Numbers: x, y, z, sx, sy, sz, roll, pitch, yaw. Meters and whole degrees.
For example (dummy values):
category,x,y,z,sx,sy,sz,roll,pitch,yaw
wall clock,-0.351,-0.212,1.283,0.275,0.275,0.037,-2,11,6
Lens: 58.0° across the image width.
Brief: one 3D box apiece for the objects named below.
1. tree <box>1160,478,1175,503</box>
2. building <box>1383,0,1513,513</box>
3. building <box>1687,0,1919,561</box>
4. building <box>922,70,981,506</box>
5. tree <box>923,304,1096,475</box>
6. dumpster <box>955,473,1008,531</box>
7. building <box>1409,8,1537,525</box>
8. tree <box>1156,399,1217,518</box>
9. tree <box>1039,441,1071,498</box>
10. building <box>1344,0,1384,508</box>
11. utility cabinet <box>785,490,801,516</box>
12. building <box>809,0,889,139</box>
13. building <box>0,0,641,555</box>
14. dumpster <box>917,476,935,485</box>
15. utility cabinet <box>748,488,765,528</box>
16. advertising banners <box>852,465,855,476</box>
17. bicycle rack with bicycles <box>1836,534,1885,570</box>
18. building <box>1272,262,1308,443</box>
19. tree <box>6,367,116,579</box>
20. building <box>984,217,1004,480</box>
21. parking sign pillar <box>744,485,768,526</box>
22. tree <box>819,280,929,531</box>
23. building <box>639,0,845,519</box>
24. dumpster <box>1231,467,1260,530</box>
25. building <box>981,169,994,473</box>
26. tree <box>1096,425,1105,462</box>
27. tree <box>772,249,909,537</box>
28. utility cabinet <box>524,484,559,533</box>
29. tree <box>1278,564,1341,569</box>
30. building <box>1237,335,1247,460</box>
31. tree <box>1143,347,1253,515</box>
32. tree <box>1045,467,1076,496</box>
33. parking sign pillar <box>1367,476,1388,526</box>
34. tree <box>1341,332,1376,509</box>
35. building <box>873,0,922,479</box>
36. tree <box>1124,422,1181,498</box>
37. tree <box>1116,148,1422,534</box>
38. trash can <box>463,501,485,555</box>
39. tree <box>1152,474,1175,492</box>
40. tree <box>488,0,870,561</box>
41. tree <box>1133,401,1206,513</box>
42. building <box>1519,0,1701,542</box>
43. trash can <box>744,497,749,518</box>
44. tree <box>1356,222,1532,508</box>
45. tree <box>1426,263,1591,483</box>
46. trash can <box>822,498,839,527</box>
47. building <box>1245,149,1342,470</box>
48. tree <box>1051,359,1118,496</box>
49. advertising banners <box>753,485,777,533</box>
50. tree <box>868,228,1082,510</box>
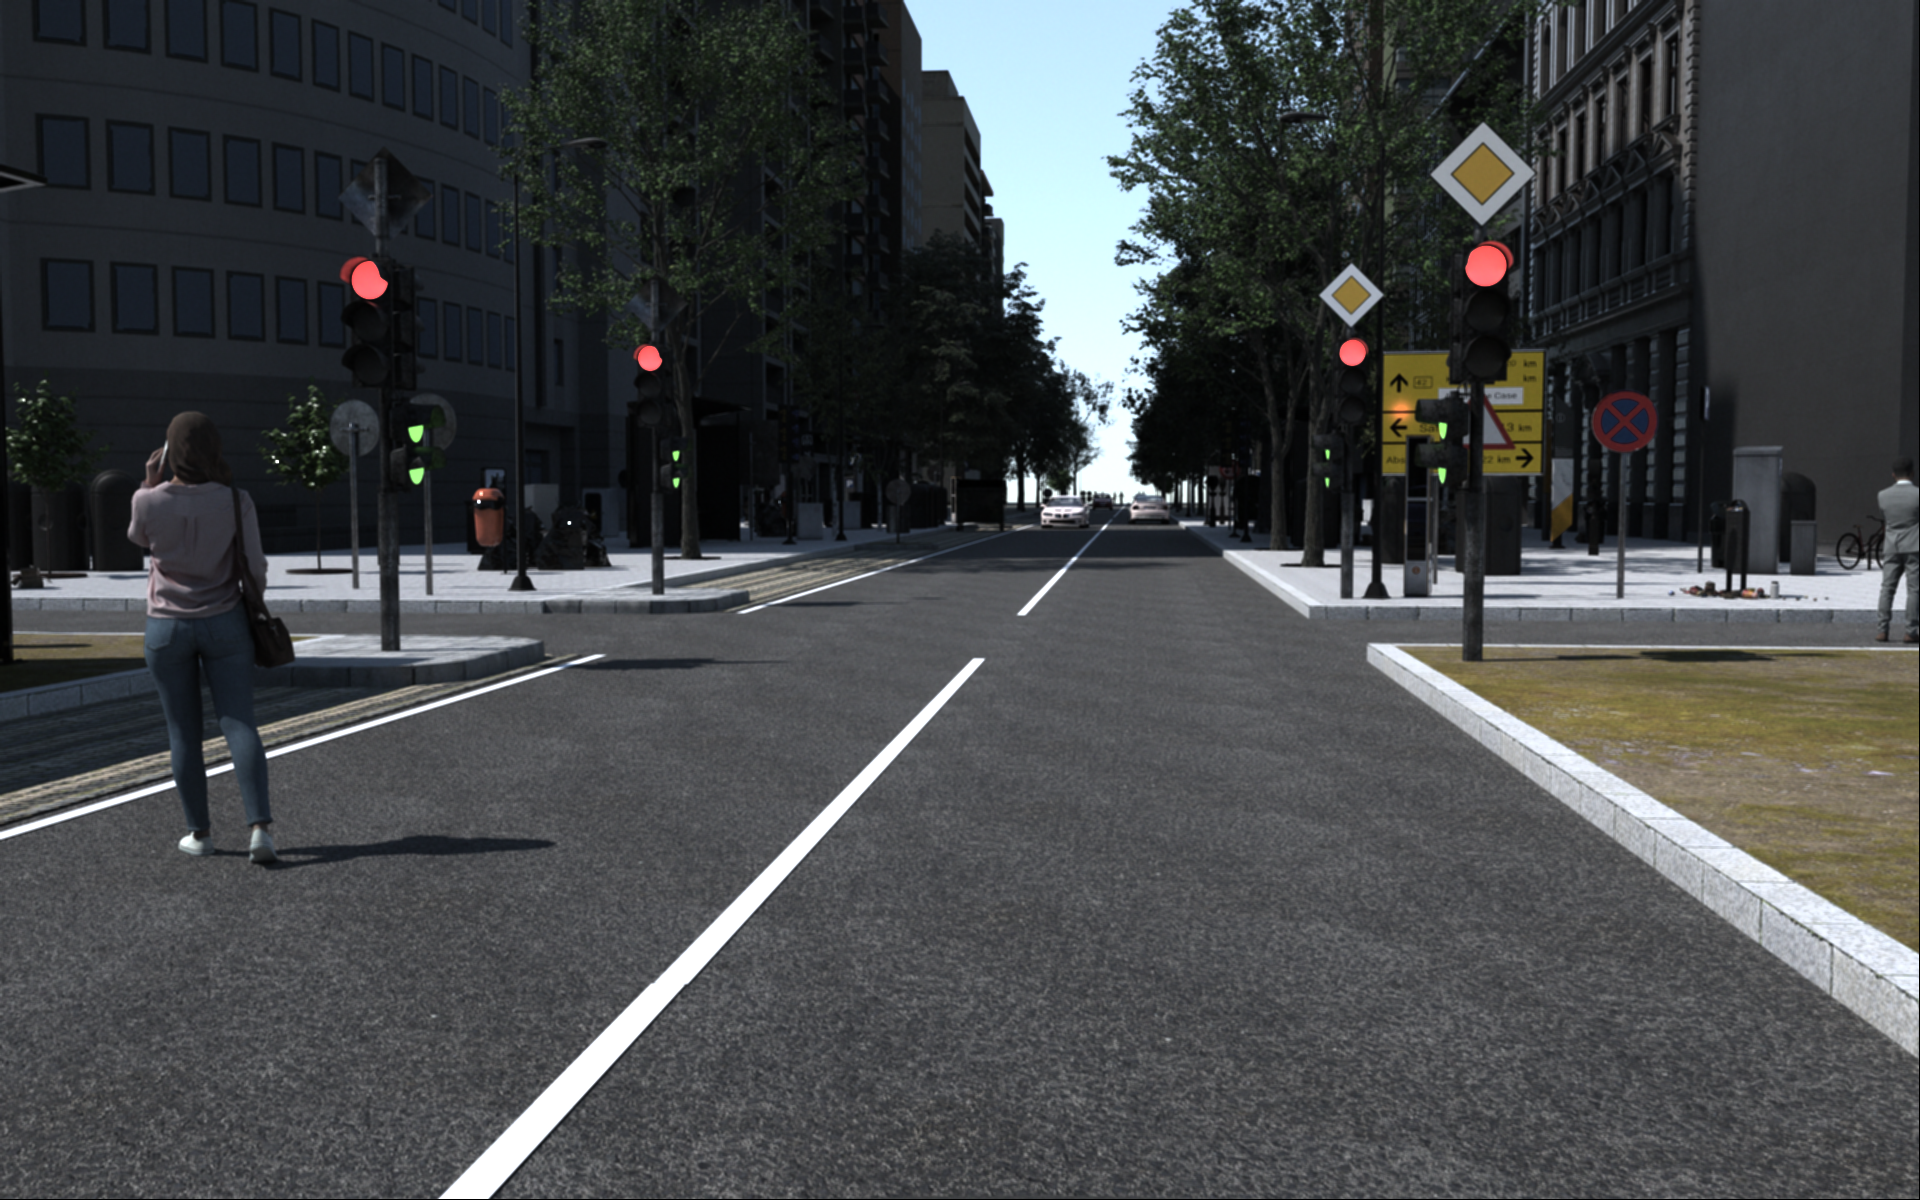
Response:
category,x,y,z,sx,sy,sz,roll,pitch,yaw
tree,29.214,-15.520,248.353,1.663,3.219,1.824,0,3,0
building,32.770,-25.841,106.090,14.154,41.232,14.086,0,4,6
building,30.078,-14.842,36.178,24.014,27.812,14.314,0,4,6
building,-9.116,-35.448,203.278,21.300,48.544,21.600,0,4,6
tree,2.110,-12.282,111.177,12.009,13.543,11.850,0,3,0
dumpster,0.815,-3.757,66.381,1.985,2.255,1.502,0,4,6
building,29.875,-15.907,79.140,14.314,24.678,30.058,0,4,6
tree,12.717,-8.723,92.981,4.360,8.622,3.978,0,3,0
tree,8.605,-13.546,171.844,4.360,8.622,3.978,0,3,0
building,34.303,-28.739,119.999,14.600,45.320,14.200,0,4,6
utility cabinet,-9.349,-5.459,97.941,1.173,1.500,0.318,0,4,-8
building,-17.456,-29.337,134.288,22.147,44.769,28.867,0,4,6
building,-23.133,-30.898,47.189,21.231,58.520,28.212,0,4,6
dumpster,-1.945,-5.423,91.160,1.502,2.255,1.985,0,4,6
utility cabinet,-7.742,-3.498,65.865,0.318,1.500,1.173,1,4,10
advertising banners,-5.020,-6.030,94.778,2.074,3.025,0.090,-2,4,-30
bicycle rack with bicycles,16.197,-0.911,28.284,2.852,0.926,2.925,0,4,-3
building,42.726,-26.332,202.226,14.160,30.474,14.107,0,4,6
tree,-13.887,-1.958,26.620,1.663,3.219,1.824,0,3,0
building,-1.162,-34.647,250.074,14.154,41.232,14.086,0,4,6
parking sign pillar,-7.985,-4.977,69.852,1.447,3.967,1.447,-1,4,-10
tree,-2.790,-6.659,59.240,4.360,8.622,3.978,0,3,0
building,-18.222,-41.008,108.739,20.563,71.187,20.611,0,4,6
dumpster,10.618,-3.707,63.101,1.502,2.255,1.985,0,4,6
building,-7.160,-35.132,229.026,22.147,44.769,28.867,0,4,6
tree,13.602,-19.135,223.232,12.009,13.543,11.850,0,3,0
tree,-3.718,-6.205,51.810,4.737,8.622,4.395,0,3,0
utility cabinet,-9.305,-1.820,38.431,0.318,1.500,1.173,1,4,13
tree,6.390,-6.382,30.104,9.928,11.665,9.643,0,3,0
building,46.693,-36.374,244.818,14.600,45.320,14.200,0,4,6
tree,15.043,-11.421,104.852,7.486,12.596,7.792,0,3,0
tree,11.133,-12.724,191.755,4.285,4.588,4.351,0,3,0
parking sign pillar,17.362,-5.024,70.615,1.447,3.967,1.447,2,4,34
tree,14.386,-7.029,65.284,4.360,8.622,3.978,0,3,0
building,-11.117,-30.894,155.233,14.600,45.320,14.200,0,4,6
tree,25.260,-18.913,215.877,9.857,13.997,8.962,0,3,0
tree,9.977,-8.510,56.153,9.611,12.733,9.660,0,3,0
trash can,-10.137,-1.532,36.696,0.748,1.137,0.748,0,3,0
tree,28.329,-15.733,240.951,4.285,4.588,4.351,0,3,0
tree,-5.449,-6.601,33.688,9.928,11.665,9.643,0,3,0
tree,17.425,-12.427,137.596,8.767,10.594,7.601,2,4,29
building,25.011,-13.790,54.340,11.050,23.489,19.941,0,4,6
trash can,-10.908,-4.798,90.096,0.748,1.137,0.748,0,3,0
tree,13.074,-5.870,46.341,4.737,8.622,4.395,0,3,0
tree,17.002,-6.315,53.616,4.360,8.622,3.978,0,3,0
trash can,-4.980,-3.387,67.038,0.748,1.137,0.748,0,3,0
building,47.604,-34.772,223.139,22.147,44.769,28.867,0,4,6
tree,15.976,-23.532,240.643,12.611,20.169,13.585,0,3,0
advertising banners,-6.523,-3.804,58.377,0.090,3.025,2.074,1,4,17
tree,0.033,-10.761,82.591,9.857,13.997,8.962,0,3,0
